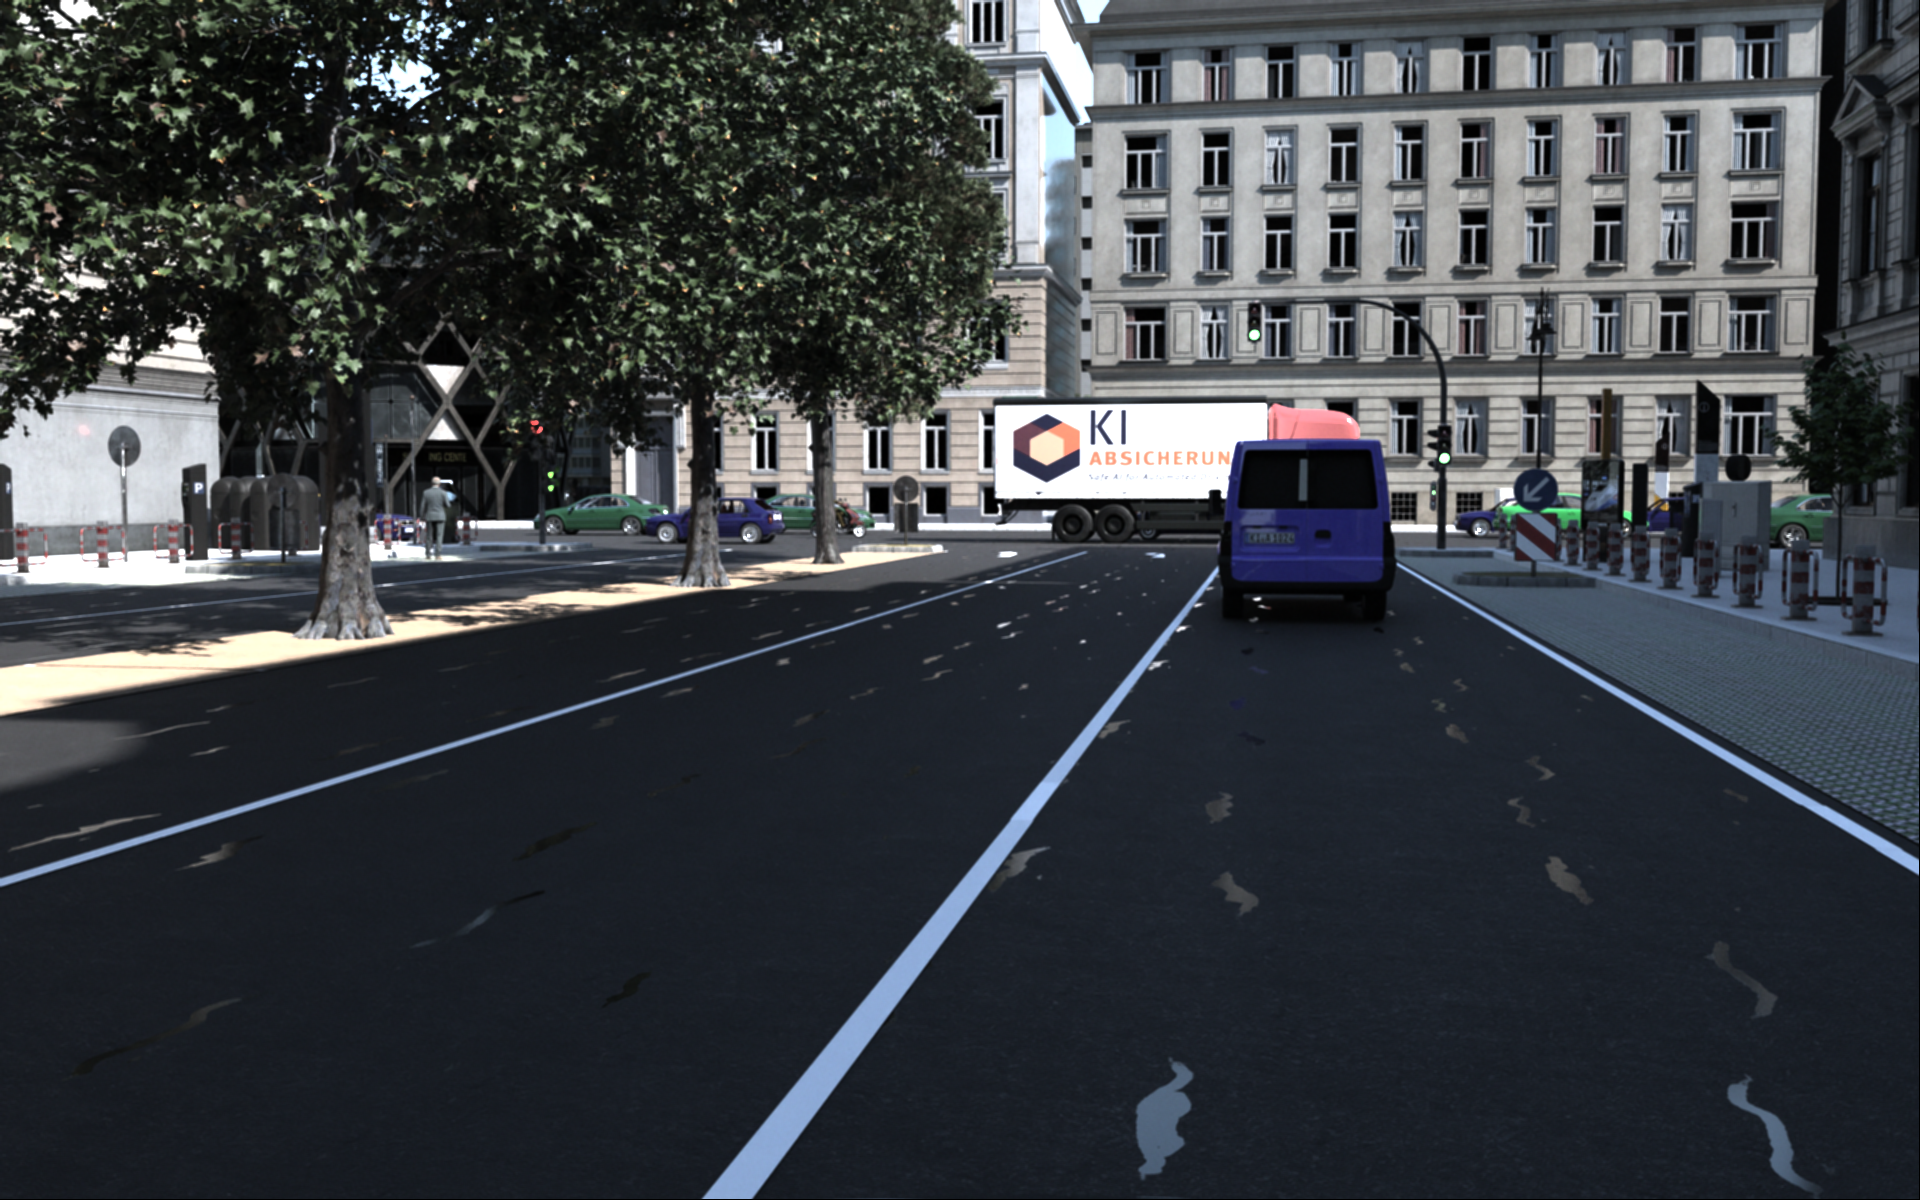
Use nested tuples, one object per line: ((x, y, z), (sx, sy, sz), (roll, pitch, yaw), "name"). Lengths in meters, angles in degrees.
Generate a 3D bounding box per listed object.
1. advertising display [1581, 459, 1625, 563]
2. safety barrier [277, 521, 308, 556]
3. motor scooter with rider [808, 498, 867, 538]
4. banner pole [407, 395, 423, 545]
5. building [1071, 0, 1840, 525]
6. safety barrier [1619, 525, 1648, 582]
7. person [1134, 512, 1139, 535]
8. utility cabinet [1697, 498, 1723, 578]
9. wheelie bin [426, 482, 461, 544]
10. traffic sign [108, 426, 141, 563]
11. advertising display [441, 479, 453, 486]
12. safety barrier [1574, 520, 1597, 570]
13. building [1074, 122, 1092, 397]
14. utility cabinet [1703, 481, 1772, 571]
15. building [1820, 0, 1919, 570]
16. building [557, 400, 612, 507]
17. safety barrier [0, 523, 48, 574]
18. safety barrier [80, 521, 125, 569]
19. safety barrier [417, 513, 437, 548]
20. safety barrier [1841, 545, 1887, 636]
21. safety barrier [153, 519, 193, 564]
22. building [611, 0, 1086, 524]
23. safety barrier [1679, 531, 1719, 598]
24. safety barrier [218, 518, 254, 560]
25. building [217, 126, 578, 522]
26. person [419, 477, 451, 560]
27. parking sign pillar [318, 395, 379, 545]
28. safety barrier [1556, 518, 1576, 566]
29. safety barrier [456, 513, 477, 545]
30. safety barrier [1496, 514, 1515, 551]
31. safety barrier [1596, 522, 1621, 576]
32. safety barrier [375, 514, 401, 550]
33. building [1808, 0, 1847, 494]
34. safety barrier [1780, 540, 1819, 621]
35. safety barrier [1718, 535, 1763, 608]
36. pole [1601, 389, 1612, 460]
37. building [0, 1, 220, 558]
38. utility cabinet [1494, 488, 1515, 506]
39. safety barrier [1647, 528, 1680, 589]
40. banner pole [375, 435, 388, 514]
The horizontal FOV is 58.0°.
((12.030, -1.666, 32.451), (0.123, 1.923, 0.974), (-1, 4, -23), "advertising display")
((-13.754, -1.308, 35.667), (0.300, 0.817, 1.120), (1, 4, 10), "safety barrier")
((-4.055, -2.936, 56.965), (1.986, 1.779, 0.876), (1, 4, 10), "motor scooter with rider")
((-13.789, -3.280, 43.646), (0.401, 3.779, 0.863), (-1, 4, -14), "banner pole")
((20.810, -14.930, 77.396), (30.059, 22.955, 16.112), (1, 4, 10), "building")
((9.945, -0.675, 25.314), (0.300, 0.817, 1.120), (1, 4, 10), "safety barrier")
((6.263, -3.139, 61.286), (0.517, 1.644, 0.566), (-2, 4, -30), "person")
((11.629, -0.959, 26.847), (0.306, 1.237, 1.020), (1, 4, 20), "utility cabinet")
((-13.351, -2.255, 44.770), (0.980, 1.594, 0.693), (2, 4, 33), "wheelie bin")
((-15.596, -1.970, 32.310), (0.768, 2.556, 0.104), (1, 4, 20), "traffic sign")
((-22.768, -4.357, 76.445), (0.123, 1.923, 0.974), (2, 4, 31), "advertising display")
((10.651, -0.910, 29.162), (0.300, 0.817, 1.120), (1, 4, 10), "safety barrier")
((14.259, -40.145, 245.603), (27.495, 52.752, 28.713), (1, 4, 10), "building")
((13.034, -1.250, 29.115), (0.318, 1.500, 1.173), (-1, 4, -22), "utility cabinet")
((20.125, -9.751, 24.060), (10.561, 19.102, 19.286), (1, 4, 10), "building")
((-39.720, -30.499, 190.540), (23.993, 40.220, 32.217), (1, 4, 10), "building")
((-15.154, -0.839, 27.998), (0.300, 0.817, 1.120), (1, 4, 10), "safety barrier")
((-14.805, -0.957, 29.916), (0.300, 0.817, 1.120), (1, 4, 10), "safety barrier")
((-12.701, -1.660, 41.419), (0.300, 0.817, 1.120), (1, 4, 10), "safety barrier")
((8.192, -0.087, 15.705), (0.300, 0.817, 1.120), (1, 4, 10), "safety barrier")
((-14.452, -1.074, 31.832), (0.300, 0.817, 1.120), (1, 4, 10), "safety barrier")
((-4.941, -18.026, 80.631), (20.117, 28.700, 13.634), (1, 4, 10), "building")
((9.249, -0.441, 21.479), (0.300, 0.817, 1.120), (1, 4, 10), "safety barrier")
((-14.104, -1.191, 33.750), (0.300, 0.817, 1.120), (1, 4, 10), "safety barrier")
((-28.434, -13.379, 86.202), (16.811, 18.784, 16.820), (1, 4, 10), "building")
((-11.404, -1.774, 37.678), (0.661, 1.801, 0.590), (-1, 4, -10), "person")
((-15.648, -3.411, 44.234), (1.447, 3.967, 1.447), (0, 4, -2), "parking sign pillar")
((10.998, -1.028, 31.083), (0.300, 0.817, 1.120), (1, 4, 10), "safety barrier")
((-12.349, -1.778, 43.346), (0.300, 0.817, 1.120), (1, 4, 10), "safety barrier")
((12.756, -1.615, 40.678), (0.300, 0.817, 1.120), (1, 4, 10), "safety barrier")
((10.302, -0.792, 27.232), (0.300, 0.817, 1.120), (1, 4, 10), "safety barrier")
((-13.053, -1.543, 39.502), (0.300, 0.817, 1.120), (1, 4, 10), "safety barrier")
((43.726, -14.812, 71.854), (15.834, 23.373, 12.332), (1, 4, 10), "building")
((8.549, -0.205, 17.632), (0.300, 0.817, 1.120), (1, 4, 10), "safety barrier")
((8.895, -0.323, 19.560), (0.300, 0.817, 1.120), (1, 4, 10), "safety barrier")
((12.524, -2.433, 33.621), (0.158, 3.312, 0.155), (0, 3, 0), "pole")
((-27.306, -11.552, 38.034), (18.267, 20.994, 9.793), (1, 4, 10), "building")
((30.009, -5.326, 95.761), (1.173, 1.500, 0.318), (2, 4, 30), "utility cabinet")
((9.598, -0.558, 23.396), (0.300, 0.817, 1.120), (1, 4, 10), "safety barrier")
((-24.505, -5.108, 73.533), (0.863, 3.779, 0.401), (2, 4, 30), "banner pole")
